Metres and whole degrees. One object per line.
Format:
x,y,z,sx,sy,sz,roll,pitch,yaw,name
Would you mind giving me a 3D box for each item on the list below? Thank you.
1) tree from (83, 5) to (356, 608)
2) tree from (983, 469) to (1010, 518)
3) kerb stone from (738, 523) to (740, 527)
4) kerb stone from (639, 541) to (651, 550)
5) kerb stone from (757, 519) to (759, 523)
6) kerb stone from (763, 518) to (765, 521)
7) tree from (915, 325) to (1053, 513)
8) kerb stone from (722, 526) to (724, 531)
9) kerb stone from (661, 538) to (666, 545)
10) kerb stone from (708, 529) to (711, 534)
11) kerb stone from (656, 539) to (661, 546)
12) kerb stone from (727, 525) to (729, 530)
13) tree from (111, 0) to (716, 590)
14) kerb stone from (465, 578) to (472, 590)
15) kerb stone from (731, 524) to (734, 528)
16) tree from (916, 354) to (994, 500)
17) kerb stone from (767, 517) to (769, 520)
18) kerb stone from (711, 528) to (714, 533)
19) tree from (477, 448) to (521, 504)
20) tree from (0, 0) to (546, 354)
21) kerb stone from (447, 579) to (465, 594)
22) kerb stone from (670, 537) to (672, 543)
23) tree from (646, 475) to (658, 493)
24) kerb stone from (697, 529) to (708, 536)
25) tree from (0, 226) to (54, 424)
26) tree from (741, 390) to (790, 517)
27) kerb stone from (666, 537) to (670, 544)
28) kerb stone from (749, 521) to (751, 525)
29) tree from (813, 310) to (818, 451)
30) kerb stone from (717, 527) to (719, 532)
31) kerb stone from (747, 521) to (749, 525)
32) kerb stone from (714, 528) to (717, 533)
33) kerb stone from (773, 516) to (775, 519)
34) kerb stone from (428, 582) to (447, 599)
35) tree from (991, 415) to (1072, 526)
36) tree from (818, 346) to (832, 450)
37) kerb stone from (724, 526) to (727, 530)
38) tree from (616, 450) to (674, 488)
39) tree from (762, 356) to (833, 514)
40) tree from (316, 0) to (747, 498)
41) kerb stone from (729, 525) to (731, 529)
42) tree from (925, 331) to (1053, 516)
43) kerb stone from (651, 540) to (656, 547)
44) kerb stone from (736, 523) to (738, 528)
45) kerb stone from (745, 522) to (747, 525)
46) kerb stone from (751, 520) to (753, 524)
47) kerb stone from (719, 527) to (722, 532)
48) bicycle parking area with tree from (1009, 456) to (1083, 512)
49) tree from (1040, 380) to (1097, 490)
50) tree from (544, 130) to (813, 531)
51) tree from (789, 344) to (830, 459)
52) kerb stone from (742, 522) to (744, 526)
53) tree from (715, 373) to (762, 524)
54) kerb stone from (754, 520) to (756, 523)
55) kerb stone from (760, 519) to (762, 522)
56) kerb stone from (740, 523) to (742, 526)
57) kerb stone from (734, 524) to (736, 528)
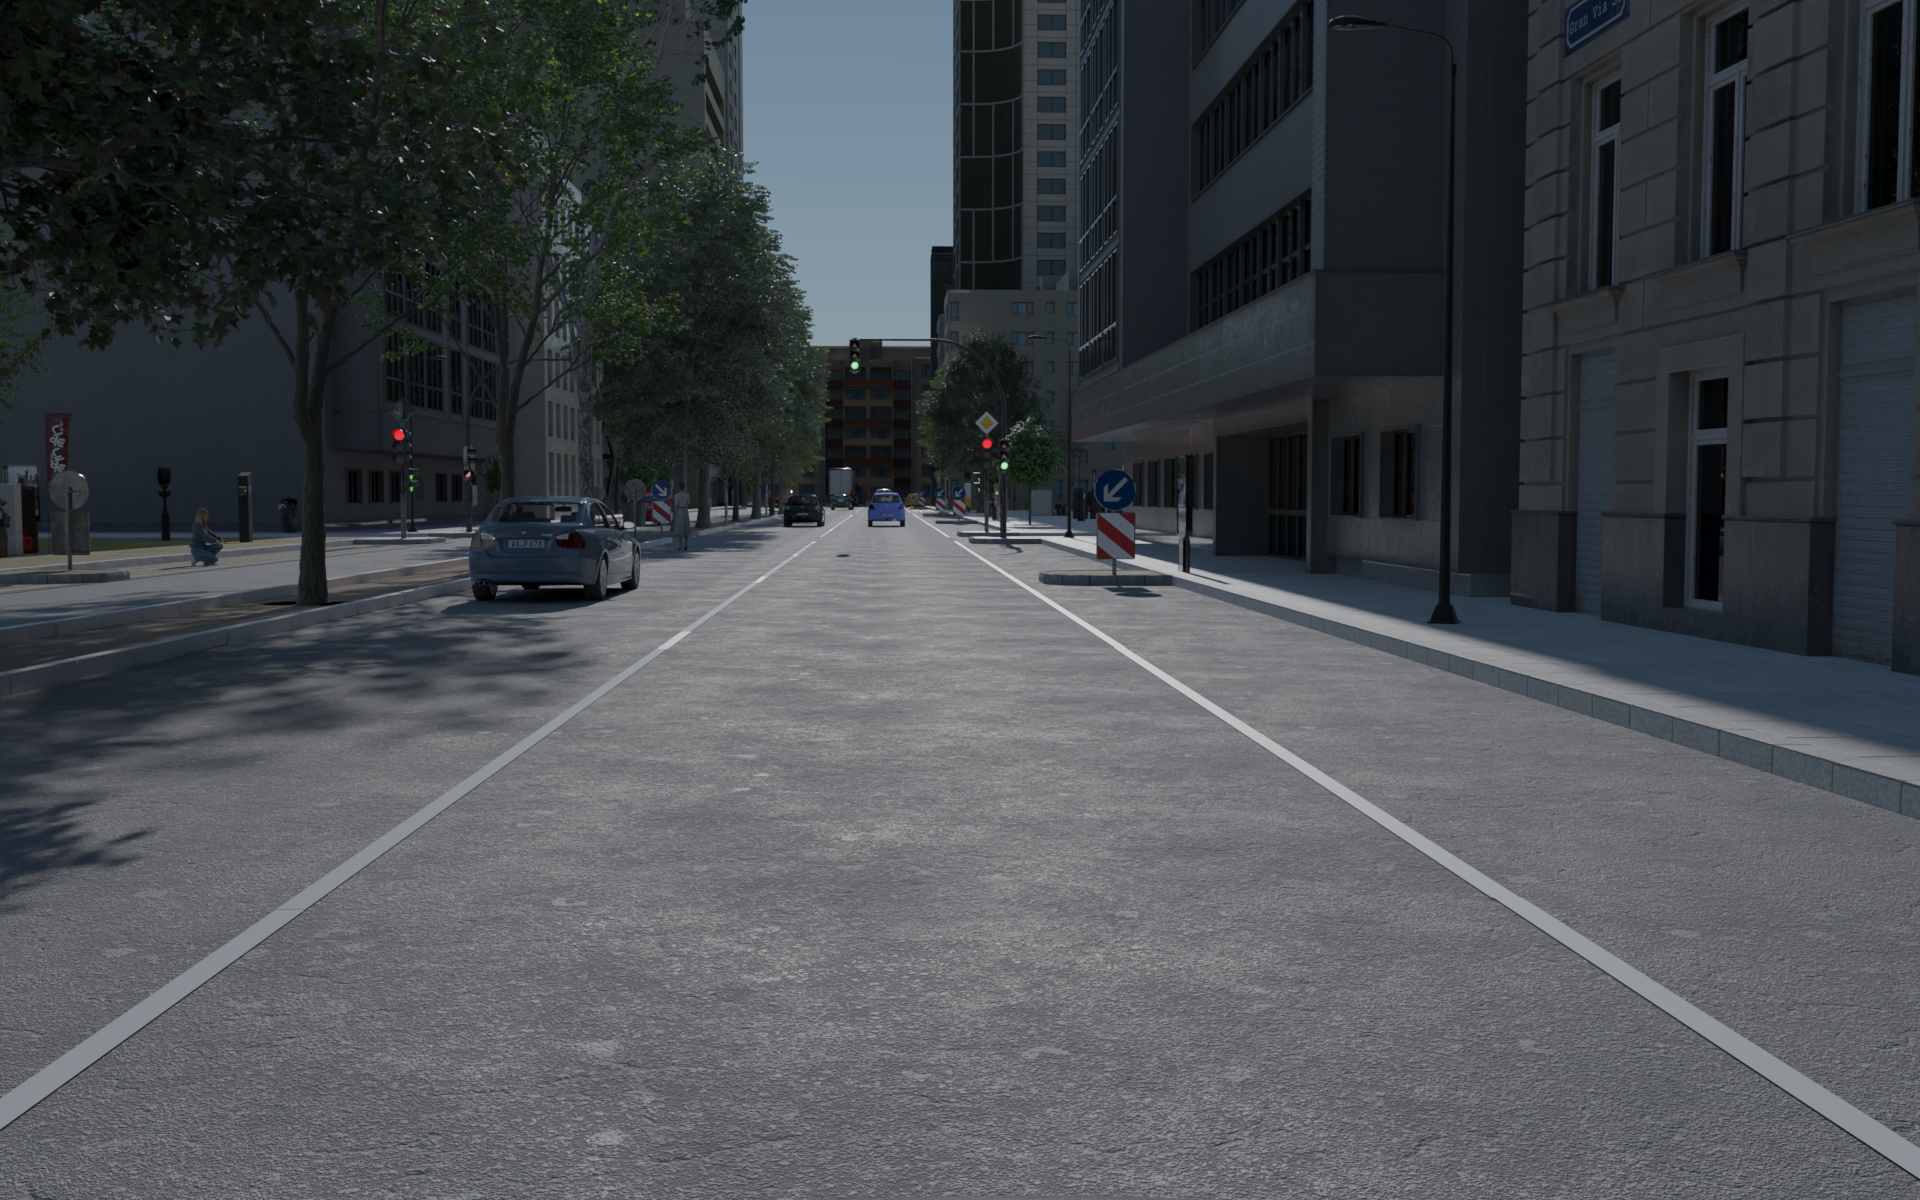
-8.211,-5.724,21.805,9.928,11.665,9.643,0,3,0,tree
1.795,-6.035,93.267,1.663,3.219,1.824,0,3,0,tree
-9.604,-3.161,73.883,0.120,0.150,1.000,0,4,-3,kerb stone
-8.333,-1.429,45.616,0.120,0.150,1.000,0,4,-3,kerb stone
-10.117,-3.844,85.135,0.120,0.150,1.000,0,4,-3,kerb stone
-10.288,-4.099,89.238,0.120,0.150,1.000,0,4,-3,kerb stone
1.578,-12.286,117.888,9.611,12.733,9.660,0,3,0,tree
-9.283,-2.723,66.715,0.120,0.150,1.000,0,4,-3,kerb stone
-8.460,-1.620,48.683,0.120,0.150,1.000,0,4,-3,kerb stone
-9.047,-2.405,61.596,0.120,0.150,1.000,0,4,-3,kerb stone
-8.426,-1.557,47.662,0.120,0.150,1.000,0,4,-3,kerb stone
-9.369,-2.849,68.769,0.120,0.150,1.000,0,4,-3,kerb stone
-8.336,-6.337,31.819,9.928,11.665,9.643,0,3,0,tree
-7.457,-0.243,26.169,0.120,0.150,1.000,0,4,-3,kerb stone
-9.464,-2.974,70.816,0.120,0.150,1.000,0,4,-3,kerb stone
-0.150,-13.582,140.186,7.486,12.596,7.792,0,3,0,tree
-10.427,-4.289,92.312,0.120,0.150,1.000,0,4,-3,kerb stone
-9.098,-2.472,62.617,0.120,0.150,1.000,0,4,-3,kerb stone
-19.080,-4.701,71.460,1.663,3.219,1.824,0,3,0,tree
-8.141,-5.654,11.915,9.611,12.733,9.660,0,3,0,tree
-7.408,-0.180,25.139,0.120,0.150,1.000,0,4,-3,kerb stone
-8.554,-1.745,50.725,0.120,0.150,1.000,0,4,-3,kerb stone
-21.982,-7.936,124.355,1.663,3.219,1.824,0,3,0,tree
-8.996,-2.347,60.575,0.120,0.150,1.000,0,4,-3,kerb stone
-25.657,-5.810,45.363,4.737,8.622,4.395,0,3,0,tree
-12.070,-9.473,107.699,4.360,8.622,3.978,0,3,0,tree
-8.518,-1.677,49.704,0.120,0.150,1.000,0,4,-3,kerb stone
-9.878,-3.536,80.025,0.120,0.150,1.000,0,4,-3,kerb stone
-10.672,-9.936,71.572,9.857,13.997,8.962,0,3,0,tree
-9.186,-2.598,64.673,0.120,0.150,1.000,0,4,-3,kerb stone
-9.842,-3.471,78.996,0.120,0.150,1.000,0,4,-3,kerb stone
-9.147,-2.535,63.648,0.120,0.150,1.000,0,4,-3,kerb stone
-10.664,-4.602,97.433,0.120,0.150,1.000,0,4,-3,kerb stone
-7.366,-0.117,24.116,0.120,0.150,1.000,0,4,-3,kerb stone
2.930,-5.323,70.748,4.285,4.588,4.351,0,3,0,tree
-11.824,-11.674,99.976,9.857,13.997,8.962,0,3,0,tree
-9.330,-2.785,67.736,0.120,0.150,1.000,0,4,-3,kerb stone
-23.009,-9.002,130.896,4.285,4.588,4.351,0,3,0,tree
-12.885,-12.416,123.579,7.486,12.596,7.792,0,3,0,tree
-10.526,-11.308,43.234,12.611,20.169,13.585,0,3,0,tree
-9.416,-2.911,69.794,0.120,0.150,1.000,0,4,-3,kerb stone
1.525,-10.118,99.838,8.767,10.594,7.601,2,4,31,tree
-8.376,-1.495,46.640,0.120,0.150,1.000,0,4,-3,kerb stone
-9.548,-3.097,72.863,0.120,0.150,1.000,0,4,-3,kerb stone
-9.785,-3.408,77.975,0.120,0.150,1.000,0,4,-3,kerb stone
-9.922,-3.594,81.046,0.120,0.150,1.000,0,4,-3,kerb stone
-9.234,-2.660,65.694,0.120,0.150,1.000,0,4,-3,kerb stone
6.453,-8.774,130.460,8.231,4.147,9.016,2,4,35,bicycle parking area with tree
7.035,-9.713,109.168,4.360,8.622,3.978,0,3,0,tree
-10.070,-9.330,61.651,9.857,13.997,8.962,0,3,0,tree
-11.512,-9.852,89.289,9.928,11.665,9.643,0,3,0,tree
-9.690,-3.287,75.932,0.120,0.150,1.000,0,4,-3,kerb stone
-10.943,-7.838,80.965,4.737,8.622,4.395,0,3,0,tree
-10.017,-3.723,83.088,0.120,0.150,1.000,0,4,-3,kerb stone
-10.200,-3.975,87.183,0.120,0.150,1.000,0,4,-3,kerb stone
-9.649,-3.224,74.905,0.120,0.150,1.000,0,4,-3,kerb stone
-9.518,-3.036,71.840,0.120,0.150,1.000,0,4,-3,kerb stone
